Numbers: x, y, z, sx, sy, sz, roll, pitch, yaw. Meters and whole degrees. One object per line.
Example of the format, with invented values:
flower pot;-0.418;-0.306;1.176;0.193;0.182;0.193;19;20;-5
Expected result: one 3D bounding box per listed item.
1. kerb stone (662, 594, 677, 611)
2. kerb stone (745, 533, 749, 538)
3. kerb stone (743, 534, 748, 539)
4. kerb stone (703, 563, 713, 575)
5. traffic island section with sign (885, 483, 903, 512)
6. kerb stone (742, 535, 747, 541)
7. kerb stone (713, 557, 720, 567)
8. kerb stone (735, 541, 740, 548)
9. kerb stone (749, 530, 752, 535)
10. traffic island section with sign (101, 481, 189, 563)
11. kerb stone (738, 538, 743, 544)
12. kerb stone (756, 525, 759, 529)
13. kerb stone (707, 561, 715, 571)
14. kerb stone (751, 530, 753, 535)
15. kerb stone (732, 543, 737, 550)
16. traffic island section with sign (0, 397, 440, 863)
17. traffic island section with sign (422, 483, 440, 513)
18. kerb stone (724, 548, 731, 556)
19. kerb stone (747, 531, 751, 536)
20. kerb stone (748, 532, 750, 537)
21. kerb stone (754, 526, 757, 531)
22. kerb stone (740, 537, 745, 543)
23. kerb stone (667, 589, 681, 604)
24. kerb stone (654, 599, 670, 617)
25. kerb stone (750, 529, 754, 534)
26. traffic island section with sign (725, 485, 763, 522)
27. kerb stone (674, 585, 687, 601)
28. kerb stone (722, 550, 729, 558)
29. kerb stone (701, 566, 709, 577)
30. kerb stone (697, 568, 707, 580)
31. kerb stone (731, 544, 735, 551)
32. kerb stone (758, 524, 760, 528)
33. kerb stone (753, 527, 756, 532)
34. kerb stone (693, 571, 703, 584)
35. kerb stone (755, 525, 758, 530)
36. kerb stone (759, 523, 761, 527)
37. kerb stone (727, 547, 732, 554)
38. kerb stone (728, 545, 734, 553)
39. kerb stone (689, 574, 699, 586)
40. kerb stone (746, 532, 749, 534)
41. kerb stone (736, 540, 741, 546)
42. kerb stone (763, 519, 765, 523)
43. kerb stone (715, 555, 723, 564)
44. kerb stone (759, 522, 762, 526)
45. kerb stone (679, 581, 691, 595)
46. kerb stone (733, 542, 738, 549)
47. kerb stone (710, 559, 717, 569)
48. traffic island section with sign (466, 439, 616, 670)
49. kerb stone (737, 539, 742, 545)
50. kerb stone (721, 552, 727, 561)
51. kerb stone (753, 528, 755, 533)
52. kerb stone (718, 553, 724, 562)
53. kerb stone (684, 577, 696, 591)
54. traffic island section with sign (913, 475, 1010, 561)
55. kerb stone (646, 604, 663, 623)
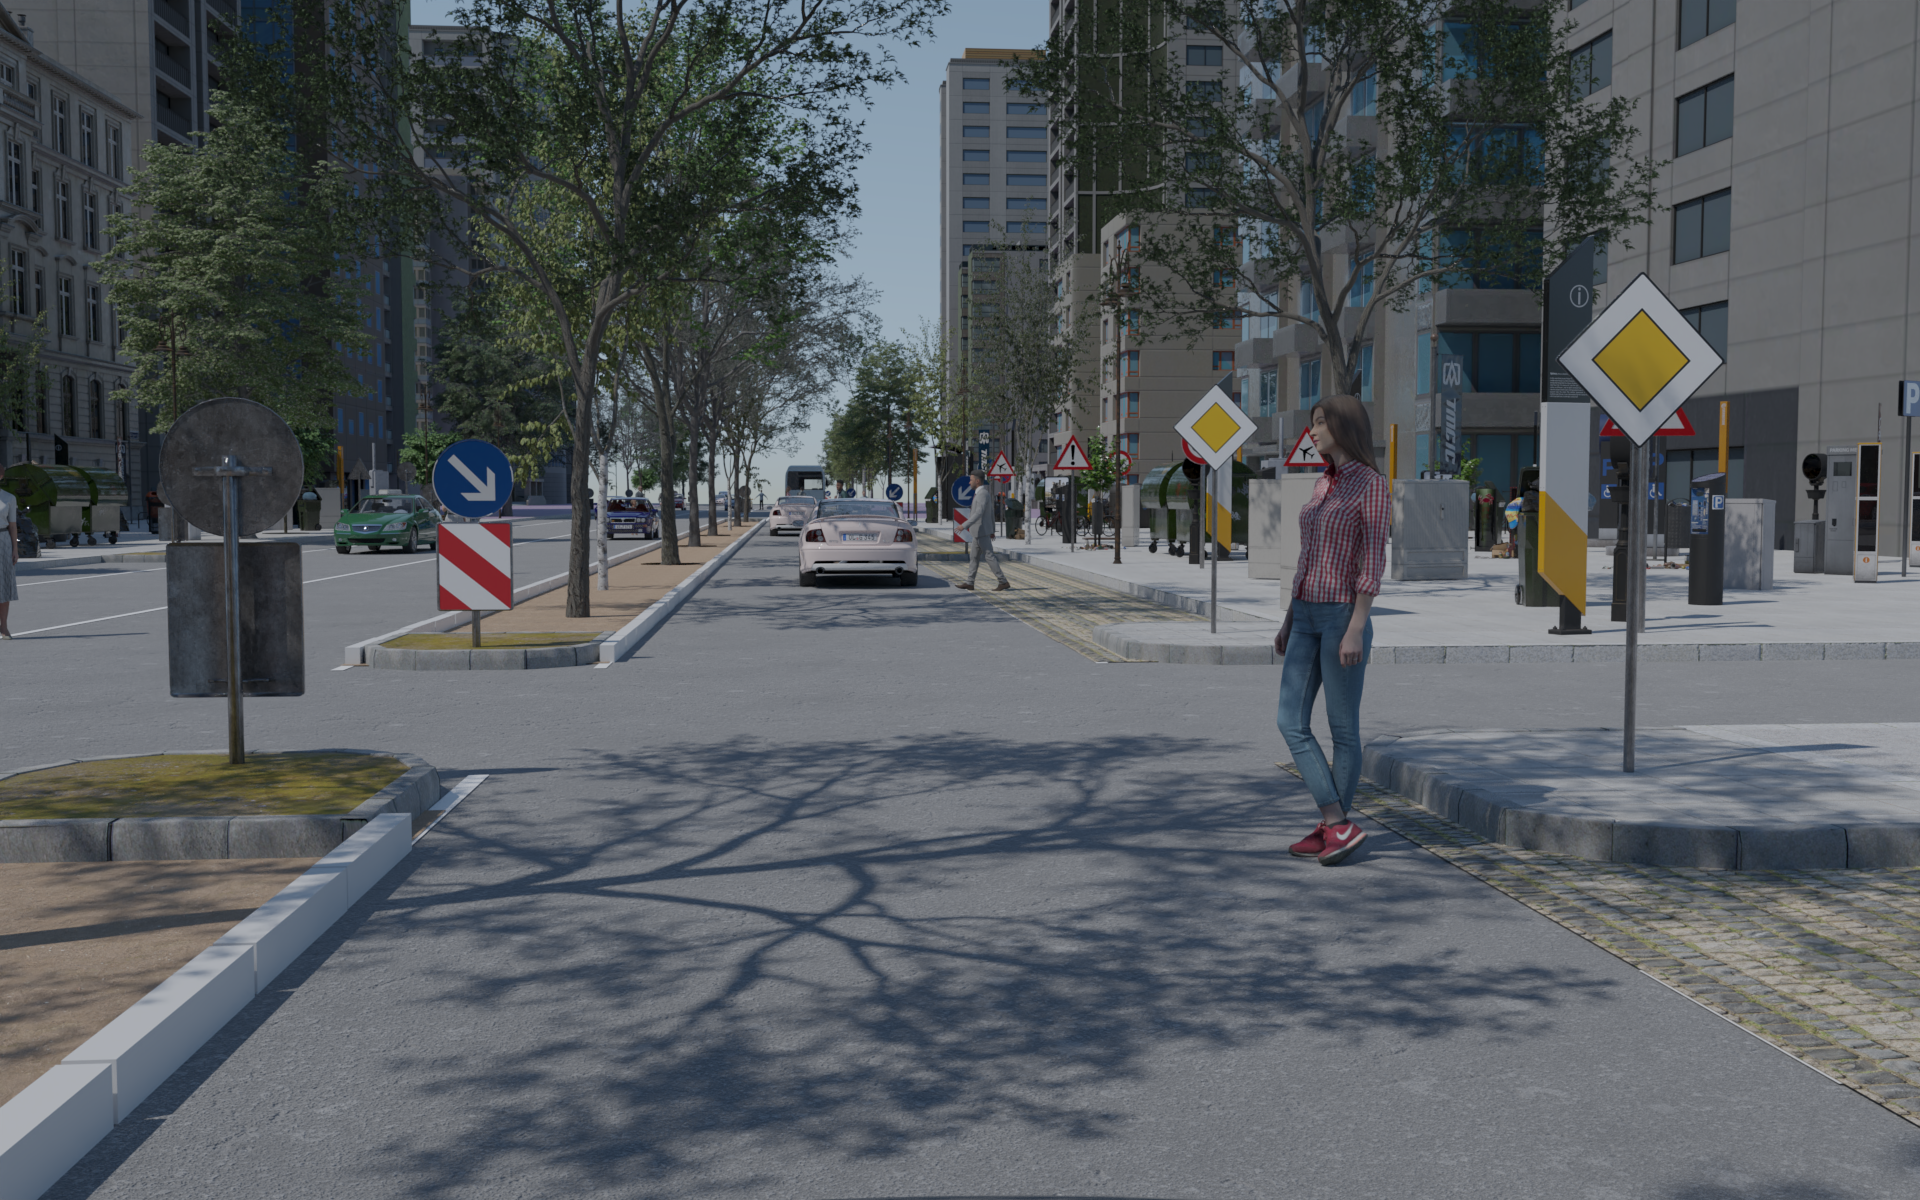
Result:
kerb stone;-3.616;0.057;21.334;0.120;0.150;1.000;0;4;-5
kerb stone;-6.612;-1.876;52.940;0.120;0.150;1.000;0;4;-5
kerb stone;-6.515;-1.818;51.921;0.120;0.150;1.000;0;4;-5
kerb stone;-4.485;-0.505;30.496;0.120;0.150;1.000;0;4;-5
traffic island section with sign;-2.601;-3.438;64.840;1.989;1.847;2.006;0;4;-5
kerb stone;-6.422;-1.756;50.904;0.120;0.150;1.000;0;4;-5
kerb stone;-4.781;-0.688;33.569;0.120;0.150;1.000;0;4;-5
kerb stone;-5.835;-1.382;44.789;0.120;0.150;1.000;0;4;-5
kerb stone;-6.998;-2.128;57.019;0.120;0.150;1.000;0;4;-5
traffic island section with sign;-17.039;-1.744;37.145;1.989;1.847;2.006;0;4;-5
kerb stone;-6.128;-1.564;47.845;0.120;0.150;1.000;0;4;-5
kerb stone;-7.868;-2.691;66.201;0.120;0.150;1.000;0;4;-5
kerb stone;-4.586;-0.571;31.524;0.120;0.150;1.000;0;4;-5
kerb stone;-7.093;-2.192;58.039;0.120;0.150;1.000;0;4;-5
kerb stone;-5.651;-1.257;42.753;0.120;0.150;1.000;0;4;-5
traffic island section with sign;-3.400;0.030;7.639;2.006;1.907;1.989;0;4;-5
traffic island section with sign;-19.567;-3.386;63.982;1.989;1.847;2.006;0;4;-5
kerb stone;-5.256;-1.005;38.669;0.120;0.150;1.000;0;4;-5
kerb stone;-6.907;-2.067;55.993;0.120;0.150;1.000;0;4;-5
kerb stone;-6.811;-2.005;54.974;0.120;0.150;1.000;0;4;-5
kerb stone;-7.583;-2.504;63.145;0.120;0.150;1.000;0;4;-5
kerb stone;-6.222;-1.628;48.866;0.120;0.150;1.000;0;4;-5
kerb stone;-3.724;-0.009;22.350;0.120;0.150;1.000;0;4;-5
kerb stone;-3.527;0.119;20.312;0.120;0.150;1.000;0;4;-5
kerb stone;-7.201;-2.253;59.059;0.120;0.150;1.000;0;4;-5
traffic island section with sign;-11.180;-4.996;89.818;2.006;1.907;1.989;0;4;-5
kerb stone;-3.813;-0.072;23.368;0.120;0.150;1.000;0;4;-5
kerb stone;-5.167;-0.935;37.651;0.120;0.150;1.000;0;4;-5
kerb stone;-4.395;-0.444;29.478;0.120;0.150;1.000;0;4;-5
kerb stone;-4.292;-0.383;28.461;0.120;0.150;1.000;0;4;-5
kerb stone;-5.553;-1.195;41.730;0.120;0.150;1.000;0;4;-5
kerb stone;-8.058;-2.815;68.237;0.120;0.150;1.000;0;4;-5
kerb stone;-7.484;-2.442;62.123;0.120;0.150;1.000;0;4;-5
kerb stone;-4.202;-0.321;27.443;0.120;0.150;1.000;0;4;-5
kerb stone;-7.770;-2.627;65.180;0.120;0.150;1.000;0;4;-5
kerb stone;-8.259;-2.940;70.276;0.120;0.150;1.000;0;4;-5
kerb stone;-5.357;-1.067;39.686;0.120;0.150;1.000;0;4;-5
kerb stone;-5.453;-1.133;40.713;0.120;0.150;1.000;0;4;-5
kerb stone;-4.106;-0.259;26.425;0.120;0.150;1.000;0;4;-5
kerb stone;-6.713;-1.943;53.957;0.120;0.150;1.000;0;4;-5
kerb stone;-5.936;-1.443;45.806;0.120;0.150;1.000;0;4;-5
kerb stone;-9.131;-3.499;79.458;0.120;0.150;1.000;0;4;-5
kerb stone;-4.871;-0.758;34.588;0.120;0.150;1.000;0;4;-5
kerb stone;-8.451;-3.066;72.331;0.120;0.150;1.000;0;4;-5
kerb stone;-3.909;-0.134;24.385;0.120;0.150;1.000;0;4;-5
kerb stone;-5.750;-1.320;43.770;0.120;0.150;1.000;0;4;-5
kerb stone;-4.689;-0.633;32.541;0.120;0.150;1.000;0;4;-5
traffic island section with sign;-4.089;-0.421;15.014;2.006;1.907;1.989;0;4;-5
kerb stone;-6.030;-1.506;46.823;0.120;0.150;1.000;0;4;-5
kerb stone;-5.066;-0.879;36.634;0.120;0.150;1.000;0;4;-5
kerb stone;-7.386;-2.380;61.105;0.120;0.150;1.000;0;4;-5
kerb stone;-4.978;-0.821;35.615;0.120;0.150;1.000;0;4;-5
kerb stone;-4.004;-0.196;25.403;0.120;0.150;1.000;0;4;-5
traffic island section with sign;-0.027;-1.773;37.617;1.989;1.847;2.006;0;4;-5
kerb stone;-3.433;0.177;19.294;0.120;0.150;1.000;0;4;-5
